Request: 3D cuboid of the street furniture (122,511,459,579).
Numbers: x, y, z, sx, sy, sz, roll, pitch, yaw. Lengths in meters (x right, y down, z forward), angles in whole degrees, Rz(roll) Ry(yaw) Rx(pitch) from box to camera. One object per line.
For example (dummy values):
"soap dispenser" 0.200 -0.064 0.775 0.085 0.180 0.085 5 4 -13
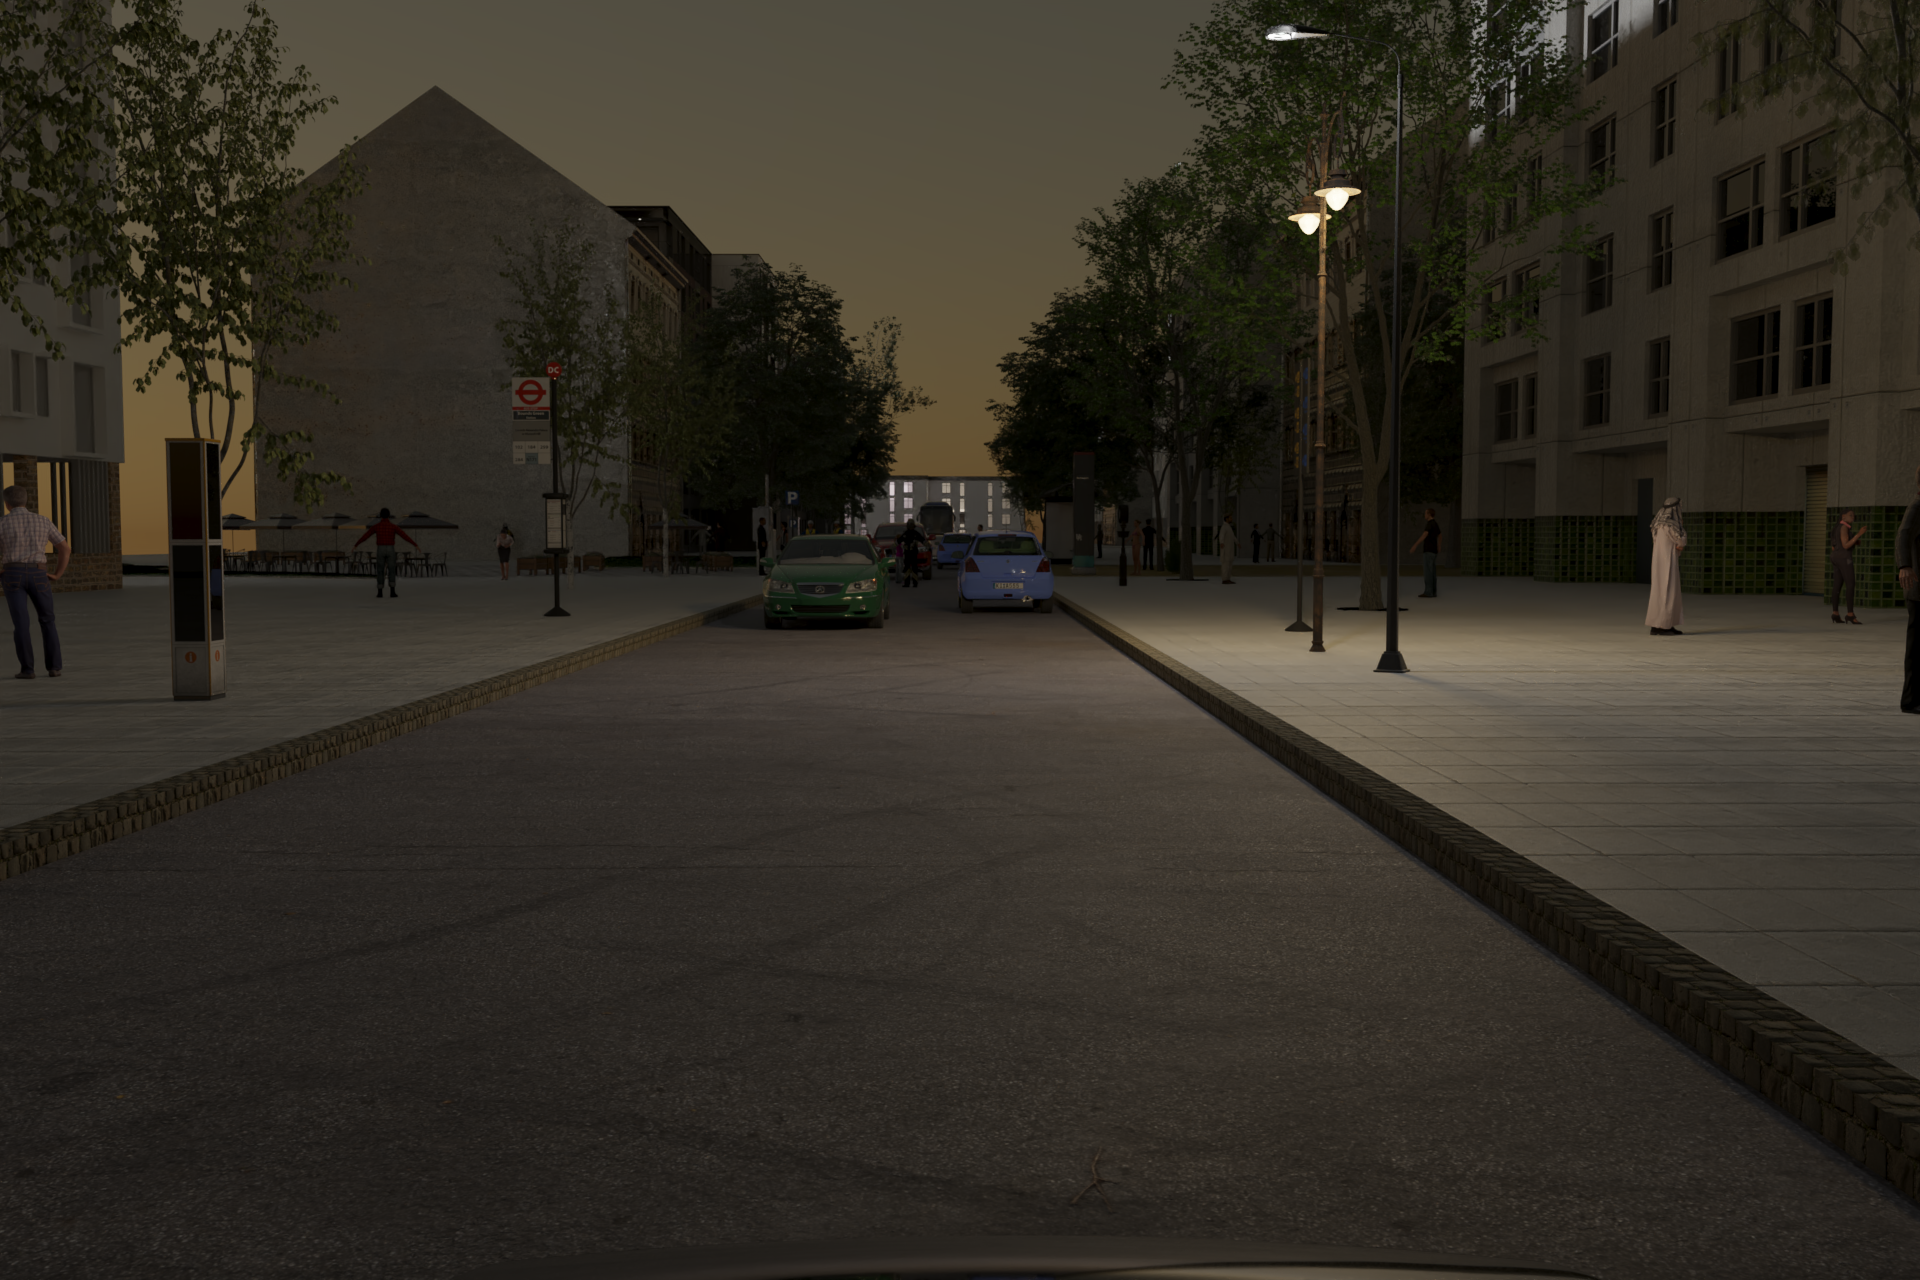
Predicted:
"street furniture" -28.308 -3.164 56.753 14.083 1.986 27.439 -3 5 -45

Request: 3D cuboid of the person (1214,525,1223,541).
"person" 13.550 -5.042 88.621 1.347 1.806 0.705 3 4 38

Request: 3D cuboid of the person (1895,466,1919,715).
"person" 6.959 -0.380 12.392 1.348 1.807 0.705 -3 5 -41

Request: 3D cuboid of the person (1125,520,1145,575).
"person" 5.444 -2.890 54.054 0.721 1.733 1.217 -2 4 -25

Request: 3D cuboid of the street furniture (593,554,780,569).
"street furniture" -8.816 -3.137 66.918 10.072 0.657 5.734 0 4 2

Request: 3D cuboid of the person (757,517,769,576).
"person" -6.092 -2.899 53.617 0.704 1.802 1.346 0 4 -2

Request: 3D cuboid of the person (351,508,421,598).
"person" -11.610 -1.769 35.027 1.345 1.816 0.704 -1 4 -13

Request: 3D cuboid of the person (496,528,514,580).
"person" -12.619 -2.363 47.862 0.628 1.438 0.799 -3 5 -42

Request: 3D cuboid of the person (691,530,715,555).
"person" -13.514 -5.188 91.009 1.347 1.806 0.705 1 4 12

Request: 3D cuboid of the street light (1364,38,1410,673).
"street light" 4.561 -2.654 15.937 1.470 5.913 1.316 0 3 0

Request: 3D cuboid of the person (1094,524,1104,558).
"person" 7.362 -5.232 91.665 0.705 1.813 1.348 2 4 24

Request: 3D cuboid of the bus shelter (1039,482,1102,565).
"bus shelter" 4.415 -4.665 70.198 2.014 3.302 5.546 0 4 -2

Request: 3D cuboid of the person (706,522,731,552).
"person" -10.296 -4.162 74.193 0.704 1.812 1.346 3 5 44

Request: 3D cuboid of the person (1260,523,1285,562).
"person" 14.325 -4.497 79.791 1.348 1.796 0.705 2 4 30

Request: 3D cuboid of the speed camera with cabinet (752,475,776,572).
"speed camera with cabinet" -6.630 -3.935 58.668 0.660 3.252 2.038 0 4 1

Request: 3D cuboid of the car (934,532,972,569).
"car" -0.096 -3.792 71.582 1.945 1.707 3.694 0 4 0

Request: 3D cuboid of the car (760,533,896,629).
"car" -2.076 -0.976 27.761 2.131 1.459 4.920 0 4 -1

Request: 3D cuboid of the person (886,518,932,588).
"person" -1.329 -2.338 46.460 1.354 1.856 0.705 1 4 23

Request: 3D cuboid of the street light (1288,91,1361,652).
"street light" 3.901 -2.809 18.718 0.468 5.910 1.993 0 3 0

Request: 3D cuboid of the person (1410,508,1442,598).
"person" 9.499 -1.766 35.092 0.705 1.803 1.348 3 4 38

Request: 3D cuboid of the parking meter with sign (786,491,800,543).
"parking meter with sign" -6.804 -4.580 71.136 0.543 3.016 1.738 0 4 -1

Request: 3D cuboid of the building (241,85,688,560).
"building" -25.815 -16.119 94.467 19.493 23.208 18.063 0 4 -1

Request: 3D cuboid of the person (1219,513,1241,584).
"person" 6.881 -2.342 44.381 0.704 1.819 1.344 2 4 29

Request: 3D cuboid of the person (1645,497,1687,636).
"person" 8.968 -0.929 21.899 0.621 1.740 0.551 -1 4 -10

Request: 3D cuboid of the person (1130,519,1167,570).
"person" 6.737 -3.425 61.929 1.347 1.837 0.705 1 4 10

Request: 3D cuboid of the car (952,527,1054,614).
"car" 0.817 -1.404 32.551 1.945 1.707 3.694 0 4 -1

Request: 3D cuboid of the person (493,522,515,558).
"person" -22.189 -4.815 84.487 0.705 1.858 1.354 2 4 30

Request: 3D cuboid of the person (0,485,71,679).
"person" -8.315 -0.513 15.376 0.756 1.711 0.436 -2 4 -32

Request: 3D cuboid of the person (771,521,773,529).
"person" -7.793 -3.986 71.034 0.705 1.847 1.347 0 4 6

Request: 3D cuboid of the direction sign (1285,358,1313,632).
"direction sign" 4.478 -1.881 22.753 0.379 3.537 0.876 0 3 0

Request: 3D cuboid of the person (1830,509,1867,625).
"person" 12.709 -1.054 24.746 0.415 1.643 0.593 -2 4 -32

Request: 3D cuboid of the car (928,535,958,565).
"car" -1.022 -4.224 81.429 2.083 1.381 4.827 0 4 0

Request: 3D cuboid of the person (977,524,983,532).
"person" 0.784 -3.674 68.669 0.704 1.812 1.346 -1 4 -17

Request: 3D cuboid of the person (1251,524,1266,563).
"person" 13.036 -4.223 75.767 0.721 1.740 1.216 3 5 39

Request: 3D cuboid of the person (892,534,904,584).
"person" -1.696 -2.342 50.015 0.599 1.433 0.991 -2 4 -33

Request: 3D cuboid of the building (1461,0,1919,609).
"building" 24.035 -10.473 37.696 16.747 18.905 31.486 0 4 0

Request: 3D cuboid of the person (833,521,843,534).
"person" -5.060 -3.974 70.945 0.705 1.833 1.349 -2 4 -32

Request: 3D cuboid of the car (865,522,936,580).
"car" -1.908 -2.871 55.616 2.281 1.827 5.304 0 4 -1

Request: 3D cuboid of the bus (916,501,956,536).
"bus" -1.732 -8.651 132.998 2.896 3.916 12.251 0 4 0

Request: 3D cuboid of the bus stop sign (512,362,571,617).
"bus stop sign" -6.515 -2.339 26.952 0.855 3.939 0.416 0 4 -1

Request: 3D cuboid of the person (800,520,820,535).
"person" -5.284 -3.351 61.250 1.216 1.772 0.721 0 4 -2

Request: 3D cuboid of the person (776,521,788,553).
"person" -7.603 -4.175 74.410 0.704 1.843 1.345 -2 4 -28
